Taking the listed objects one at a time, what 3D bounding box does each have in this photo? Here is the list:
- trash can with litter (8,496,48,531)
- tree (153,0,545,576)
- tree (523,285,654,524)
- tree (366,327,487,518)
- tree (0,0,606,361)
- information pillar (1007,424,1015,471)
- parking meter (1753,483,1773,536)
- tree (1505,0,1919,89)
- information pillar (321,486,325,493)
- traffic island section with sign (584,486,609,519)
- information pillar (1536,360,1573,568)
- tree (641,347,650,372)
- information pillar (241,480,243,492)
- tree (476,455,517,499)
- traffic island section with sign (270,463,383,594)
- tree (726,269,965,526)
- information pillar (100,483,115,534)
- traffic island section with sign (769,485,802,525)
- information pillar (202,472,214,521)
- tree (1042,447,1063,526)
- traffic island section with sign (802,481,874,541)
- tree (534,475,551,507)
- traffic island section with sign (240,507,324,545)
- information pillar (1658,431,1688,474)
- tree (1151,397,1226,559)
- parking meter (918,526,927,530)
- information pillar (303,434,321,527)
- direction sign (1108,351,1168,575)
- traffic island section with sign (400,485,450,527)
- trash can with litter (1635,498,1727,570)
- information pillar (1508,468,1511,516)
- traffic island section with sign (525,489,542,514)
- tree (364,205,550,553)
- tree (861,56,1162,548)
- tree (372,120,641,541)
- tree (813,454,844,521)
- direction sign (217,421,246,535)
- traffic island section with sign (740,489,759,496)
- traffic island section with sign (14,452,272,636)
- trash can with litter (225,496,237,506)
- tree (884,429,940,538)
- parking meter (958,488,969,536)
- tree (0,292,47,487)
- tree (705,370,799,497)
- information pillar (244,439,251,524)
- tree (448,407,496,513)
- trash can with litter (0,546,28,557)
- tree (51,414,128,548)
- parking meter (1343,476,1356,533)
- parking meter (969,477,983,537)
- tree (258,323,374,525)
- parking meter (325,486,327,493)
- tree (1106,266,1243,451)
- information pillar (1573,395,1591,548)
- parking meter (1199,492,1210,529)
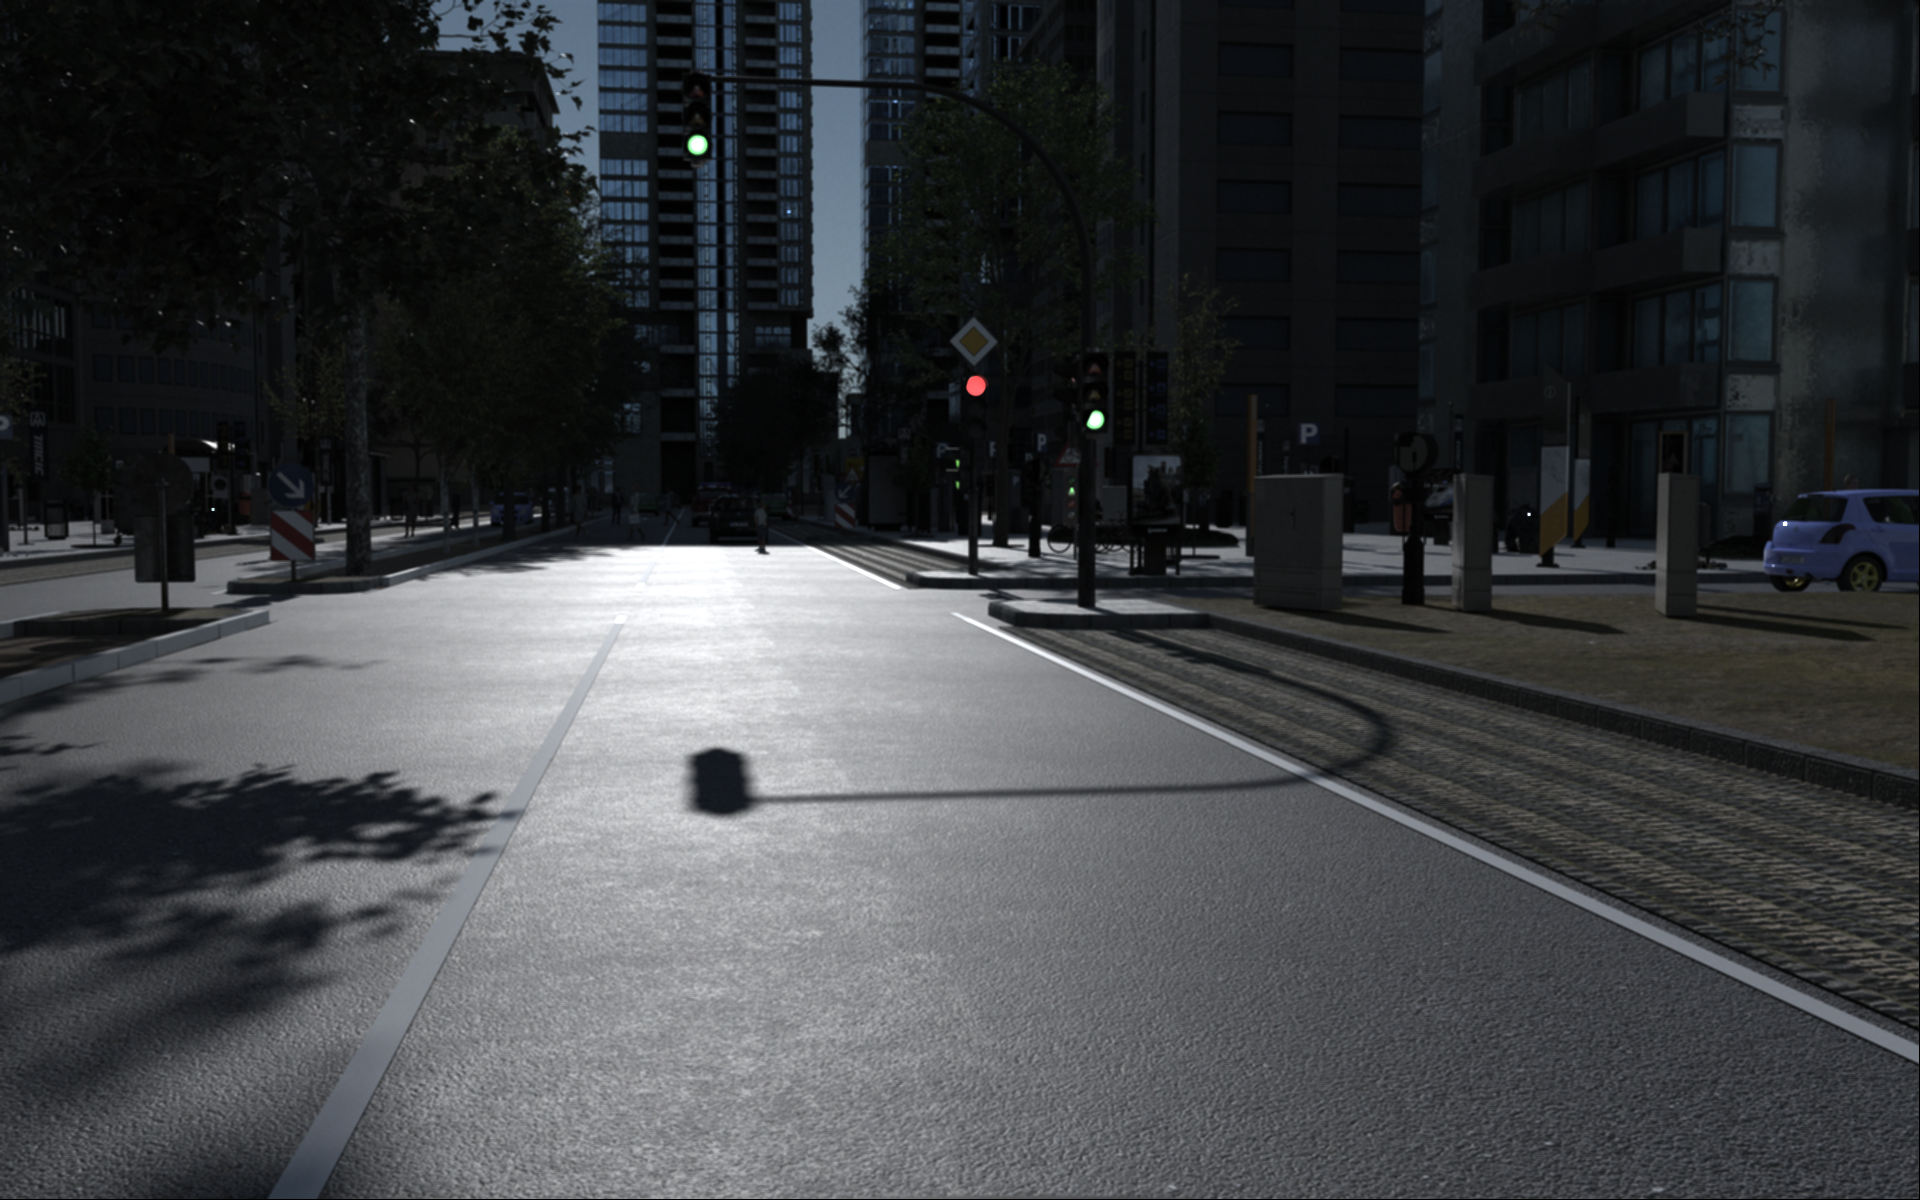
[{"bbox_3d":[-33.091,-3.051,60.934,2.233,1.210,1.678,1,4,16],"label":"trash can with litter"},{"bbox_3d":[-11.808,-10.513,30.241,12.611,20.169,13.585,0,3,0],"label":"tree"},{"bbox_3d":[-18.502,-9.472,83.087,9.928,11.665,9.643,0,3,0],"label":"tree"},{"bbox_3d":[-28.456,-9.588,91.176,7.601,10.594,8.767,0,4,-7],"label":"tree"},{"bbox_3d":[-7.560,-5.677,12.279,9.611,12.733,9.660,0,3,0],"label":"tree"},{"bbox_3d":[1.676,-4.094,58.283,0.183,3.616,0.504,-3,5,-42],"label":"information pillar"},{"bbox_3d":[18.232,-1.891,39.332,0.372,1.533,0.369,0,3,0],"label":"parking meter"},{"bbox_3d":[5.609,-5.955,7.733,12.009,13.543,11.850,0,3,0],"label":"tree"},{"bbox_3d":[-34.585,-6.257,93.654,0.183,3.616,0.504,2,4,28],"label":"information pillar"},{"bbox_3d":[-21.272,-5.620,100.022,2.006,1.907,1.989,-1,4,-9],"label":"traffic island section with sign"},{"bbox_3d":[10.378,-2.379,30.251,0.183,3.616,0.504,-3,5,-43],"label":"information pillar"},{"bbox_3d":[-17.039,-9.335,73.218,7.486,12.596,7.792,0,3,0],"label":"tree"},{"bbox_3d":[-37.515,-5.278,90.789,0.304,2.012,0.304,-2,4,-24],"label":"information pillar"},{"bbox_3d":[-36.387,-9.330,136.260,4.285,4.588,4.351,0,3,0],"label":"tree"},{"bbox_3d":[-9.786,-1.078,25.763,2.006,1.907,1.989,-1,4,-9],"label":"traffic island section with sign"},{"bbox_3d":[-3.725,-8.261,69.474,7.601,10.594,8.767,3,4,37],"label":"tree"},{"bbox_3d":[-27.264,-3.112,55.378,0.304,2.012,0.304,1,4,19],"label":"information pillar"},{"bbox_3d":[-7.882,-4.373,80.130,1.989,1.847,2.006,-1,4,-9],"label":"traffic island section with sign"},{"bbox_3d":[-24.708,-3.202,56.851,0.304,2.012,0.304,2,4,26],"label":"information pillar"},{"bbox_3d":[4.155,-4.642,70.493,1.663,3.219,1.824,0,3,0],"label":"tree"},{"bbox_3d":[-3.707,-2.725,53.174,1.989,1.847,2.006,-1,4,-9],"label":"traffic island section with sign"},{"bbox_3d":[-42.076,-11.015,174.697,1.663,3.219,1.824,0,3,0],"label":"tree"},{"bbox_3d":[-19.475,-2.525,49.915,1.989,1.847,2.006,-1,4,-9],"label":"traffic island section with sign"},{"bbox_3d":[8.349,-0.968,20.321,0.304,2.012,0.304,2,4,25],"label":"information pillar"},{"bbox_3d":[4.733,-2.454,34.727,1.663,3.219,1.824,0,3,0],"label":"tree"},{"bbox_3d":[-1.341,-3.389,61.116,0.255,1.863,0.399,-2,4,-33],"label":"parking meter"},{"bbox_3d":[-25.277,-4.648,67.352,0.504,3.616,0.183,1,4,13],"label":"information pillar"},{"bbox_3d":[2.874,-2.177,27.587,0.876,3.537,0.379,-1,4,-9],"label":"direction sign"},{"bbox_3d":[-23.601,-4.154,76.553,1.989,1.847,2.006,-1,4,-9],"label":"traffic island section with sign"},{"bbox_3d":[12.421,-1.155,29.946,2.233,1.210,1.678,-2,4,-28],"label":"trash can with litter"},{"bbox_3d":[15.549,-2.696,48.568,0.304,2.012,0.304,1,4,10],"label":"information pillar"},{"bbox_3d":[-31.196,-7.165,125.777,1.989,1.847,2.006,-1,4,-9],"label":"traffic island section with sign"},{"bbox_3d":[-12.267,-5.403,41.163,4.737,8.622,4.395,0,3,0],"label":"tree"},{"bbox_3d":[1.088,-7.086,41.613,9.928,11.665,9.643,0,3,0],"label":"tree"},{"bbox_3d":[-13.958,-8.097,52.966,7.486,12.596,7.792,0,3,0],"label":"tree"},{"bbox_3d":[-6.292,-5.452,83.743,1.663,3.219,1.824,0,3,0],"label":"tree"},{"bbox_3d":[-22.695,-3.793,54.013,0.876,3.537,0.379,0,3,0],"label":"direction sign"},{"bbox_3d":[-15.308,-7.314,128.214,1.989,1.847,2.006,-1,4,-9],"label":"traffic island section with sign"},{"bbox_3d":[-8.664,-0.630,18.441,2.006,1.907,1.989,-1,4,-9],"label":"traffic island section with sign"},{"bbox_3d":[-40.189,-5.110,94.940,0.624,1.170,1.055,3,4,36],"label":"trash can with litter"},{"bbox_3d":[-1.176,-3.472,51.375,1.663,3.219,1.824,0,3,0],"label":"tree"},{"bbox_3d":[0.118,-2.764,53.605,0.372,1.533,0.369,0,3,0],"label":"parking meter"},{"bbox_3d":[-31.558,-6.458,55.953,4.360,8.622,3.978,0,3,0],"label":"tree"},{"bbox_3d":[-20.426,-16.350,173.977,9.857,13.997,8.962,0,3,0],"label":"tree"},{"bbox_3d":[-30.210,-5.021,73.443,0.504,3.616,0.183,3,5,42],"label":"information pillar"},{"bbox_3d":[-33.475,-10.324,119.159,4.360,8.622,3.978,0,3,0],"label":"tree"},{"bbox_3d":[-20.447,-1.496,35.524,2.233,1.210,1.678,1,4,22],"label":"trash can with litter"},{"bbox_3d":[-20.902,-2.897,41.968,1.663,3.219,1.824,0,3,0],"label":"tree"},{"bbox_3d":[12.739,-3.123,56.770,0.399,1.863,0.255,2,4,35],"label":"parking meter"},{"bbox_3d":[0.486,-2.853,52.363,0.399,1.863,0.255,0,4,4],"label":"parking meter"},{"bbox_3d":[-26.674,-7.462,72.365,4.360,8.622,3.978,0,3,0],"label":"tree"},{"bbox_3d":[-32.264,-5.067,88.558,0.399,1.863,0.255,-1,4,-21],"label":"parking meter"},{"bbox_3d":[6.997,-6.445,55.736,4.360,8.622,3.978,0,3,0],"label":"tree"},{"bbox_3d":[14.803,-3.050,41.228,0.504,3.616,0.183,-2,4,-35],"label":"information pillar"},{"bbox_3d":[8.699,-3.259,61.701,0.372,1.533,0.369,0,3,0],"label":"parking meter"}]
